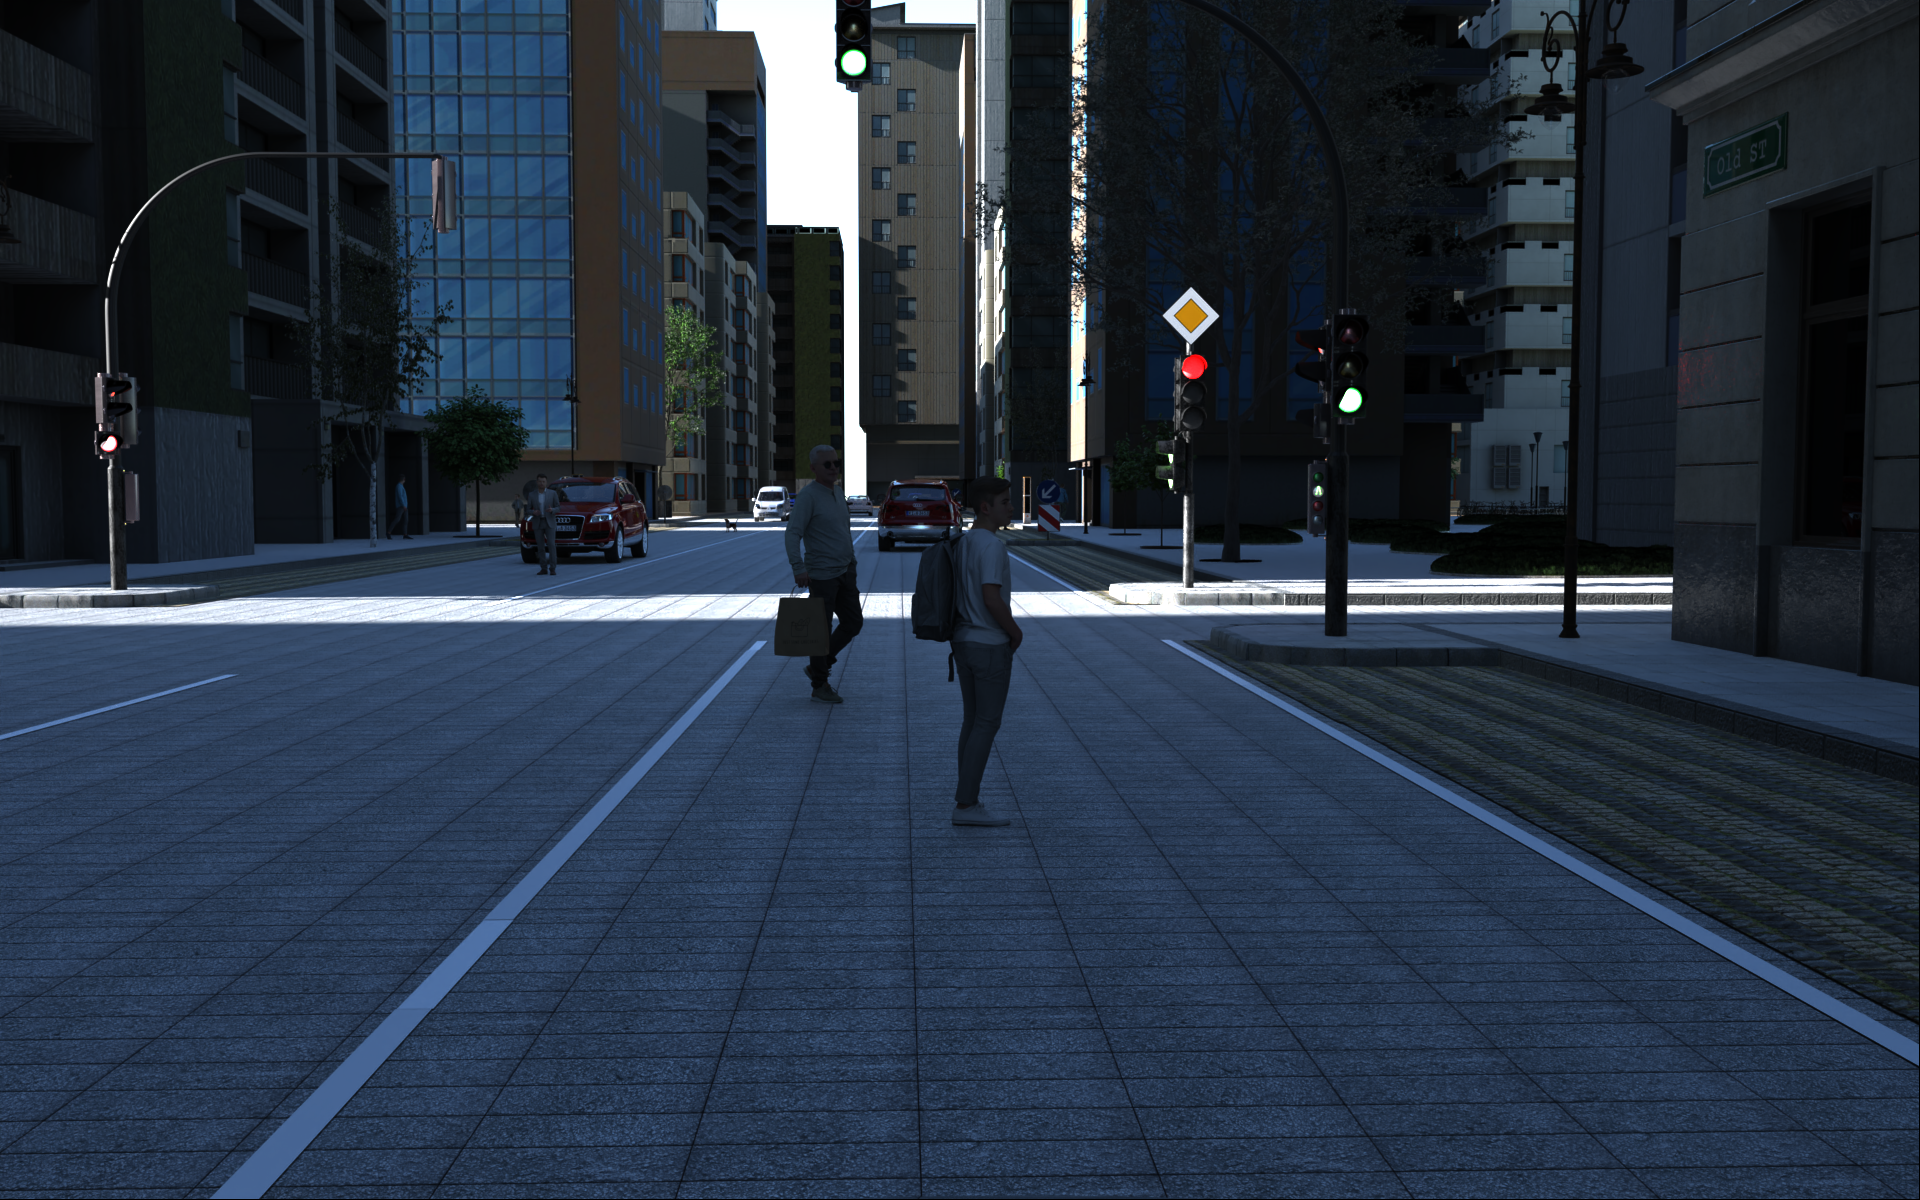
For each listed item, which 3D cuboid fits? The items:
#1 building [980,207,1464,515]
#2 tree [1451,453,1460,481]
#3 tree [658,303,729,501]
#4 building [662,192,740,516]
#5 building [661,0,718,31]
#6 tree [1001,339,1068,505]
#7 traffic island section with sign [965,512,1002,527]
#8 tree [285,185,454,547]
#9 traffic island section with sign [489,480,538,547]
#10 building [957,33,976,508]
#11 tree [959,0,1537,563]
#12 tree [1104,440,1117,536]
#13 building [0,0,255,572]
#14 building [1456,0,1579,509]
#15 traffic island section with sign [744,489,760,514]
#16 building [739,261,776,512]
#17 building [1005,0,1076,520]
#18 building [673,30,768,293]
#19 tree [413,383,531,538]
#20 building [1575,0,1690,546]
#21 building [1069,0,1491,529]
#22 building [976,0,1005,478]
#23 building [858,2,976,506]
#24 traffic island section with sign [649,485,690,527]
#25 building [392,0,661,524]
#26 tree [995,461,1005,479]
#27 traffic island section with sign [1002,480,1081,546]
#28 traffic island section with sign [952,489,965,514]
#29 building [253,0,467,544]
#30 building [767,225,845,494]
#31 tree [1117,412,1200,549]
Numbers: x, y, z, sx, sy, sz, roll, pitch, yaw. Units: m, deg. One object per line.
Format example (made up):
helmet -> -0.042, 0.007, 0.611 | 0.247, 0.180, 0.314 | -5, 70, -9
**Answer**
building -> 15.816, -16.672, 117.630 | 27.650, 21.520, 28.899 | 0, 4, -2
tree -> 26.558, -7.017, 98.444 | 4.285, 4.588, 4.351 | 0, 3, 0
tree -> -16.099, -10.253, 93.388 | 9.928, 11.665, 9.643 | 0, 3, 0
building -> -29.877, -16.405, 113.266 | 27.650, 21.520, 28.899 | 0, 4, -2
building -> -40.921, -39.649, 190.263 | 28.212, 58.520, 21.231 | 0, 4, -2
tree -> 4.095, -8.010, 81.330 | 4.360, 8.622, 3.978 | 0, 3, 0
traffic island section with sign -> 1.345, -4.100, 75.669 | 1.989, 1.847, 2.006 | 0, 4, -2
tree -> -14.235, -5.589, 41.750 | 4.360, 8.622, 3.978 | 0, 3, 0
traffic island section with sign -> -11.817, -2.404, 47.934 | 1.989, 1.847, 2.006 | 0, 4, -2
building -> 7.062, -31.599, 166.749 | 14.600, 45.320, 14.200 | 0, 4, -2
tree -> 5.271, -7.462, 32.368 | 12.009, 13.543, 11.850 | 0, 3, 0
tree -> 5.109, -3.617, 53.740 | 1.663, 3.219, 1.824 | 0, 3, 0
building -> -21.717, -15.716, 28.662 | 14.160, 30.474, 14.107 | 0, 4, -2
building -> 57.344, -35.061, 162.481 | 27.495, 52.752, 28.713 | 0, 4, -2
traffic island section with sign -> -14.486, -7.113, 124.923 | 1.989, 1.847, 2.006 | 0, 4, -2
building -> -30.087, -18.199, 142.599 | 27.650, 21.520, 28.899 | 0, 4, -2
building -> 9.271, -19.581, 91.846 | 14.160, 30.474, 14.107 | 0, 4, -2
building -> -26.080, -31.539, 165.769 | 14.200, 45.320, 14.600 | 0, 4, -2
tree -> -14.421, -4.139, 51.386 | 4.285, 4.588, 4.351 | 0, 3, 0
building -> 29.234, -30.003, 32.556 | 28.212, 58.520, 21.231 | 0, 4, -2
building -> 11.938, -25.642, 69.359 | 14.600, 45.320, 14.200 | 0, 4, -2
building -> 11.832, -36.901, 145.332 | 21.231, 58.520, 28.212 | 0, 4, -2
building -> 1.788, -37.092, 195.694 | 27.495, 52.752, 28.713 | 0, 4, -2
traffic island section with sign -> -12.754, -4.052, 74.873 | 1.989, 1.847, 2.006 | 0, 4, -2
building -> -21.494, -26.227, 78.916 | 14.600, 45.320, 14.200 | 0, 4, -2
tree -> 2.505, -6.528, 101.328 | 1.663, 3.219, 1.824 | 0, 3, 0
traffic island section with sign -> 2.300, -2.426, 48.291 | 1.989, 1.847, 2.006 | 0, 4, -2
traffic island section with sign -> -0.377, -7.142, 125.401 | 1.989, 1.847, 2.006 | 0, 4, -2
building -> -27.019, -37.573, 52.563 | 20.563, 71.187, 20.611 | 0, 4, -2
building -> -19.661, -25.497, 188.583 | 14.107, 30.474, 14.160 | 0, 4, -2
tree -> 4.747, -2.827, 40.828 | 1.663, 3.219, 1.824 | 0, 3, 0
